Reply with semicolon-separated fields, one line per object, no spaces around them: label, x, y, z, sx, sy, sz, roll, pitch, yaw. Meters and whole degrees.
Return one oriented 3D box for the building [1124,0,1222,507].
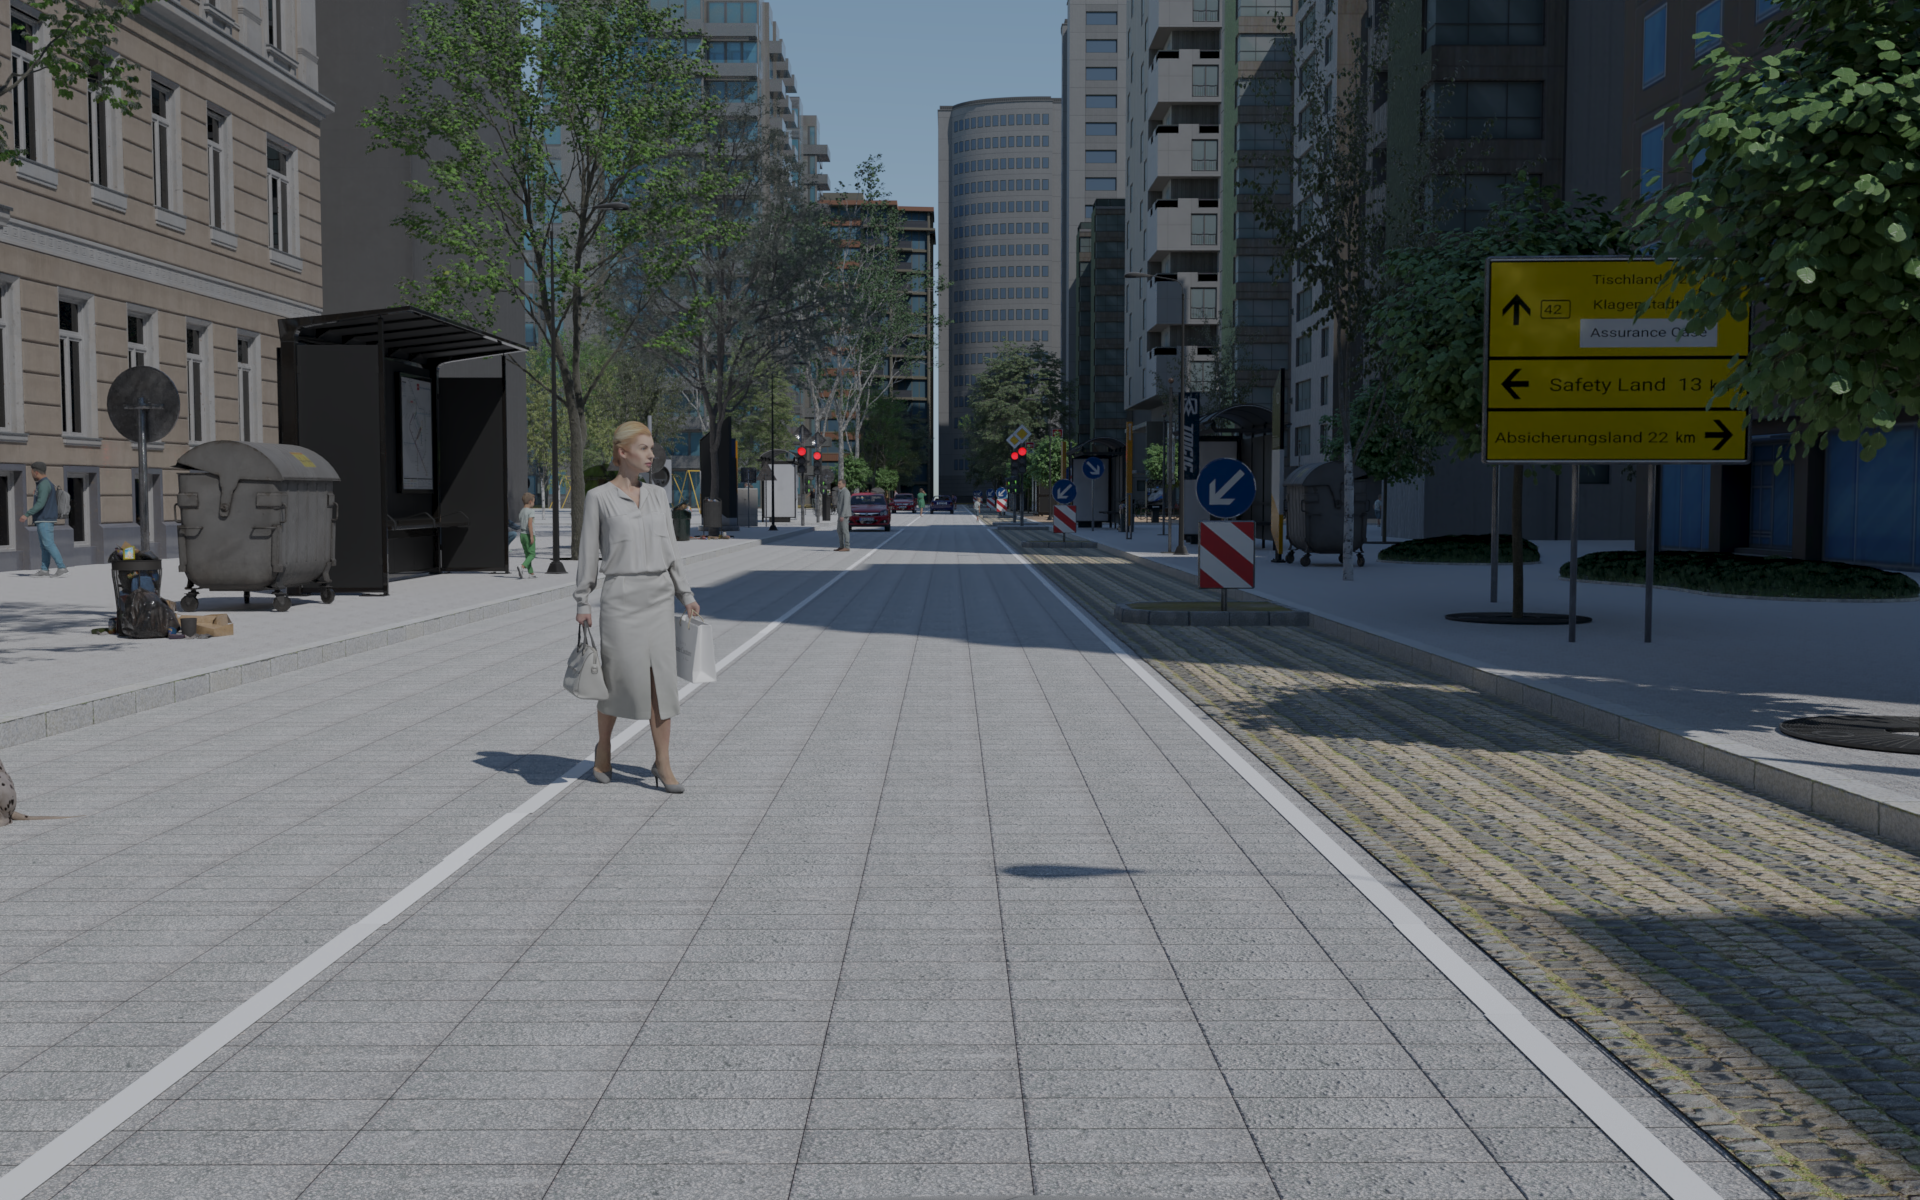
building;27.885;-33.578;138.243;28.713;52.752;27.495;0;4;0

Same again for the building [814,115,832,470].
building;-31.047;-35.994;208.108;30.456;49.044;23.786;0;4;0

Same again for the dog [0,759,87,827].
dog;-4.140;0.578;7.392;0.513;0.831;0.800;3;5;41

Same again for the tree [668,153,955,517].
tree;-7.119;-14.731;96.739;12.611;20.169;13.585;0;3;0

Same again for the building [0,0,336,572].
building;-21.883;-15.098;32.762;13.634;28.700;20.117;0;4;0

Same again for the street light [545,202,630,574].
street light;-5.964;-3.376;27.738;1.470;5.913;1.316;0;4;0

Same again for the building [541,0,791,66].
building;-27.543;-33.564;168.375;23.786;49.044;30.456;0;4;0

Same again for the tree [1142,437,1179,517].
tree;11.730;-6.899;96.507;4.285;4.588;4.351;0;3;0

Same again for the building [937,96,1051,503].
building;10.858;-43.522;253.589;28.212;58.520;21.231;0;4;0

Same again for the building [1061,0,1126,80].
building;22.483;-40.603;205.853;21.231;58.520;28.212;0;4;0

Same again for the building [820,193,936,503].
building;-17.983;-36.675;254.261;28.867;44.769;22.147;0;4;0

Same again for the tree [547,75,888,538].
tree;-7.195;-8.597;50.926;12.009;13.543;11.850;0;3;0

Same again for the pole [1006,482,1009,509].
pole;4.049;-9.414;147.765;0.158;3.312;0.155;0;3;0

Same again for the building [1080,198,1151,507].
building;19.778;-24.446;171.398;14.160;30.474;14.107;0;4;0

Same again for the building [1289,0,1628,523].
building;25.967;-19.621;92.505;14.107;30.474;14.160;0;4;0

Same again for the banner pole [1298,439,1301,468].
banner pole;15.494;-5.446;79.060;0.401;3.779;0.863;0;4;7

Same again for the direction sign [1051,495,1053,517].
direction sign;5.179;-6.435;97.211;0.876;3.537;0.379;-1;4;-11

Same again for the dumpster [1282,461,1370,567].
dumpster;6.595;-1.555;31.179;1.264;1.857;1.865;0;4;0

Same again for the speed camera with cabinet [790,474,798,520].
speed camera with cabinet;-8.330;-5.585;85.651;0.660;3.252;2.038;0;4;-6

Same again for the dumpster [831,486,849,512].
dumpster;-8.707;-7.331;125.614;1.264;1.857;1.865;0;4;0

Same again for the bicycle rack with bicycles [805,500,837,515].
bicycle rack with bicycles;-8.127;-5.603;104.985;2.852;0.926;2.925;-2;4;-30

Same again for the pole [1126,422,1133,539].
pole;4.779;-3.369;48.929;0.158;3.312;0.155;0;3;0

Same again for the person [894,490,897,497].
person;-7.746;-12.248;207.230;0.436;1.711;0.756;-2;4;-27

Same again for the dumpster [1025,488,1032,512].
dumpster;5.460;-7.501;125.129;1.502;2.255;1.985;0;4;0

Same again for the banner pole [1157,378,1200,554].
banner pole;4.771;-2.897;37.380;0.863;3.779;0.401;0;4;0

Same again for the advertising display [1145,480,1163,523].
advertising display;8.728;-4.418;77.442;0.974;1.923;0.123;-2;4;-27

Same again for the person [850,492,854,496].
person;-11.628;-11.079;186.808;0.705;1.869;1.348;3;4;37

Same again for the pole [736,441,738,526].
pole;-8.609;-4.443;66.492;0.158;3.312;0.155;0;3;0

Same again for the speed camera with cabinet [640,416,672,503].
speed camera with cabinet;-8.157;-2.983;43.105;0.660;3.252;2.038;3;5;43

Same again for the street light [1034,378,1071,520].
street light;3.850;-5.922;69.364;1.470;5.913;1.316;0;4;0

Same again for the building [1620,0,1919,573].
building;21.973;-23.325;31.476;14.600;45.320;14.200;0;4;0

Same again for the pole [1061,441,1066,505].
pole;4.004;-4.474;66.992;0.158;3.312;0.155;0;3;0

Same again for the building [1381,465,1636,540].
building;19.848;-17.268;54.030;14.160;30.474;14.107;0;4;0

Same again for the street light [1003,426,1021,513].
street light;3.647;-8.924;118.443;1.470;5.913;1.316;0;4;0

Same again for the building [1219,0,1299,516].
building;22.957;-25.877;106.686;14.154;41.232;14.086;0;4;0

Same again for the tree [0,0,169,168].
tree;-7.084;-5.240;11.428;9.928;11.665;9.643;0;3;0

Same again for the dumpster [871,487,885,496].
dumpster;-7.218;-8.901;151.288;1.264;1.857;1.865;0;4;0

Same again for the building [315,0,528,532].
building;-26.838;-15.917;53.752;24.014;27.812;14.314;0;4;0

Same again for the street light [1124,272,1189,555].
street light;4.129;-3.906;36.410;1.470;5.913;1.316;0;4;0

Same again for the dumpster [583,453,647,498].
dumpster;-8.265;-2.352;40.950;1.502;2.255;1.985;0;4;0

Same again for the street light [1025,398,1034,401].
street light;3.834;-6.827;84.168;1.470;5.913;1.316;0;4;0

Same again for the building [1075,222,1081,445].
building;19.267;-25.313;185.571;14.160;30.474;14.107;0;4;0

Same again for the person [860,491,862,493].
person;-13.034;-13.607;228.451;1.348;1.831;0.705;1;4;9

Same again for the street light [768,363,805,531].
street light;-6.026;-5.392;60.693;1.470;5.913;1.316;0;4;0

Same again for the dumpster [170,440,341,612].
dumpster;-7.884;-0.838;19.462;1.264;1.857;1.865;0;4;0
